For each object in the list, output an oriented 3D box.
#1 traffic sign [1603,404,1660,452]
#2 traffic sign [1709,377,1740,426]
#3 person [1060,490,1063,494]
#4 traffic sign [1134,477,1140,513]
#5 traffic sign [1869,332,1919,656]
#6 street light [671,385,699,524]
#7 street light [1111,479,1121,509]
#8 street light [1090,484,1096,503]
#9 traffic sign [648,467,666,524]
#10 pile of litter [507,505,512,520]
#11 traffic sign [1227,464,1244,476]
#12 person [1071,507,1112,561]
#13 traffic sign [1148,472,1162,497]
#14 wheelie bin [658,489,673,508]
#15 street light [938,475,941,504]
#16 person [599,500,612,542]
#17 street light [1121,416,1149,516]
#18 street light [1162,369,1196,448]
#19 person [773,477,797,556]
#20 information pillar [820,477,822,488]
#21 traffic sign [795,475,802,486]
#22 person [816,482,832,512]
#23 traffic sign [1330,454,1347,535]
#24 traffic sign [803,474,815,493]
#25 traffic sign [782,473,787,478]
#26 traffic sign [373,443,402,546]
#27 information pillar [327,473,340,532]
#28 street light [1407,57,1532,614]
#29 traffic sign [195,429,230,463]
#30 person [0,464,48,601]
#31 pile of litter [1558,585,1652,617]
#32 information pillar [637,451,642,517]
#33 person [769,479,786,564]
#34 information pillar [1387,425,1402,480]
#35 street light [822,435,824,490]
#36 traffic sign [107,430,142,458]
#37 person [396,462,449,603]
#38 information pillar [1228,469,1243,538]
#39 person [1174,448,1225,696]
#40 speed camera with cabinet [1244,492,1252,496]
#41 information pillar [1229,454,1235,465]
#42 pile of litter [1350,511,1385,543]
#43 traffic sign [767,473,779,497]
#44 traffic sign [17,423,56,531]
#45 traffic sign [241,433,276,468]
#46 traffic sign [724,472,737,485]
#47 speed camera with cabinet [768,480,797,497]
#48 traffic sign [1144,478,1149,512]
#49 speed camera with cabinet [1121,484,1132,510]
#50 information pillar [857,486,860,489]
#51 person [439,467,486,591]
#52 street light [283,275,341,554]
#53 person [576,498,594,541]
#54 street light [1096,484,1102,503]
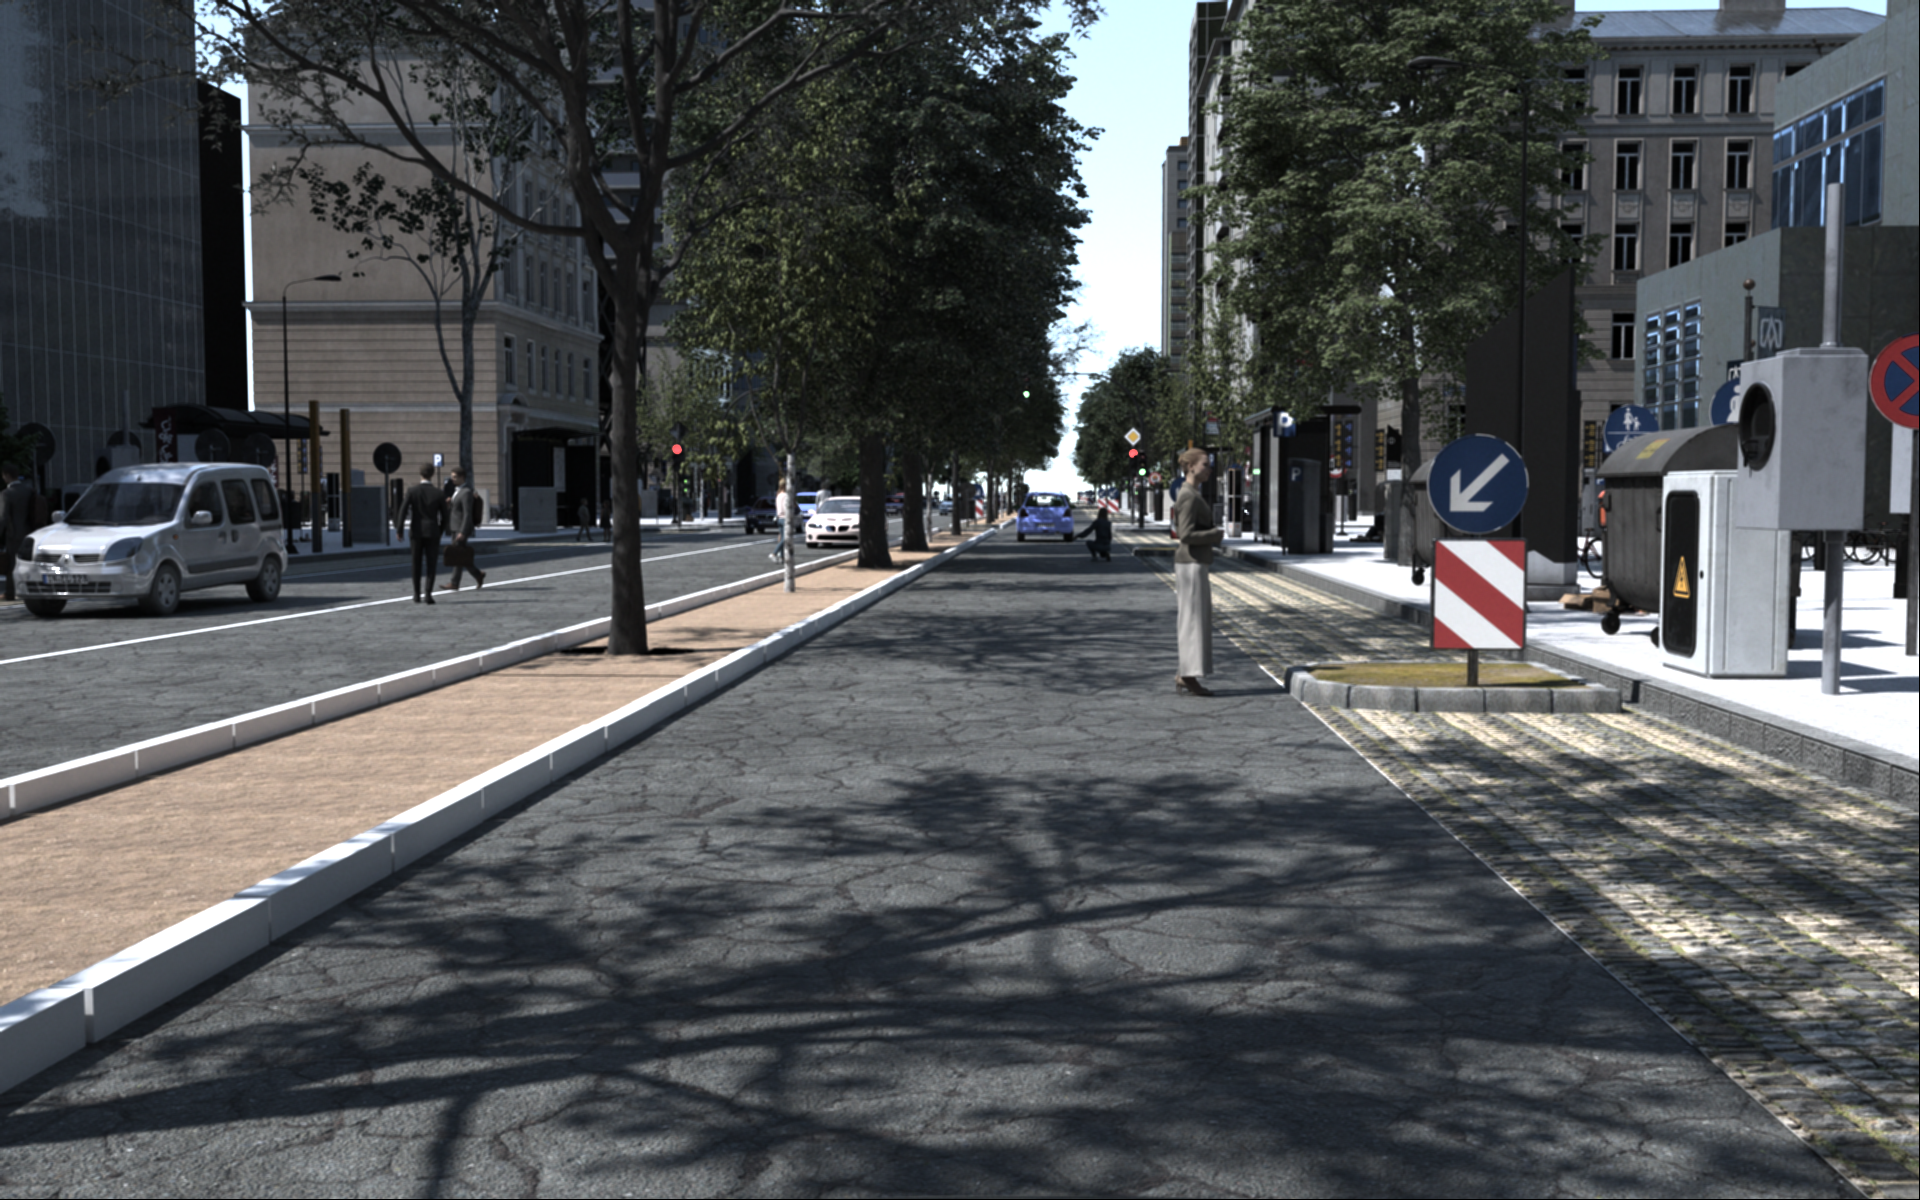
[{"bbox_3d":[9.535,-1.503,24.683,0.768,2.556,0.104,0,4,7],"label":"traffic sign"},{"bbox_3d":[8.484,-1.141,18.761,0.768,2.556,0.104,1,4,9],"label":"traffic sign"},{"bbox_3d":[10.873,-10.995,188.142,0.709,1.838,0.599,3,5,40],"label":"person"},{"bbox_3d":[12.178,-7.260,118.800,0.768,2.556,0.104,1,4,12],"label":"traffic sign"},{"bbox_3d":[7.560,-0.831,13.688,0.768,2.556,0.104,1,4,13],"label":"traffic sign"},{"bbox_3d":[-11.673,-6.201,73.935,1.470,5.913,1.316,0,4,3],"label":"street light"},{"bbox_3d":[13.266,-10.723,147.860,1.470,5.913,1.316,0,4,3],"label":"street light"},{"bbox_3d":[17.787,-15.397,224.284,1.470,5.913,1.316,0,4,3],"label":"street light"},{"bbox_3d":[-12.902,-4.439,73.757,0.795,2.450,0.064,0,4,6],"label":"traffic sign"},{"bbox_3d":[-21.680,-4.369,85.392,1.176,0.858,1.719,2,4,26],"label":"pile of litter"},{"bbox_3d":[11.476,-4.418,72.340,0.768,2.556,0.104,0,4,5],"label":"traffic sign"},{"bbox_3d":[2.904,-1.419,37.203,1.012,1.151,0.738,-1,4,-14],"label":"person"},{"bbox_3d":[11.181,-6.065,99.270,0.768,2.556,0.104,1,4,10],"label":"traffic sign"},{"bbox_3d":[-18.072,-6.016,106.277,0.980,1.594,0.693,0,4,-4],"label":"wheelie bin"},{"bbox_3d":[-2.205,-15.962,233.523,1.470,5.913,1.316,0,4,3],"label":"street light"},{"bbox_3d":[-10.537,-2.340,51.427,0.362,1.253,0.373,-3,5,-44],"label":"person"},{"bbox_3d":[10.475,-7.950,102.523,1.470,5.913,1.316,0,4,3],"label":"street light"},{"bbox_3d":[8.199,-5.620,64.435,1.470,5.913,1.316,0,4,3],"label":"street light"},{"bbox_3d":[-4.040,-1.934,40.094,0.573,1.828,0.580,-1,4,-14],"label":"person"},{"bbox_3d":[-10.988,-8.938,137.495,0.183,3.616,0.504,-1,4,-15],"label":"information pillar"},{"bbox_3d":[-11.149,-7.203,117.769,0.884,2.594,0.081,1,4,9],"label":"traffic sign"},{"bbox_3d":[-4.396,-2.946,56.542,0.514,1.842,0.818,-2,4,-27],"label":"person"},{"bbox_3d":[11.861,-3.346,54.808,0.768,2.556,0.104,0,4,5],"label":"traffic sign"},{"bbox_3d":[-9.827,-6.878,112.553,0.768,2.556,0.104,1,4,10],"label":"traffic sign"},{"bbox_3d":[-10.330,-6.348,103.902,0.768,2.556,0.104,0,4,5],"label":"traffic sign"},{"bbox_3d":[-14.207,-2.621,42.957,0.768,2.556,0.104,1,4,11],"label":"traffic sign"},{"bbox_3d":[-21.442,-3.350,59.269,0.304,2.012,0.304,1,4,14],"label":"information pillar"},{"bbox_3d":[5.455,-2.814,18.546,1.470,5.913,1.316,0,4,3],"label":"street light"},{"bbox_3d":[-14.596,-2.061,33.809,0.768,2.556,0.104,1,4,12],"label":"traffic sign"},{"bbox_3d":[-12.541,-0.896,23.114,0.822,1.834,0.622,0,4,7],"label":"person"},{"bbox_3d":[7.195,-0.310,19.038,1.176,0.858,1.719,2,4,29],"label":"pile of litter"},{"bbox_3d":[-17.604,-6.344,95.077,0.183,3.616,0.504,1,4,11],"label":"information pillar"},{"bbox_3d":[-3.676,-1.617,35.610,0.598,1.740,0.731,-3,5,-41],"label":"person"},{"bbox_3d":[14.474,-4.065,57.816,0.504,3.616,0.183,1,4,15],"label":"information pillar"},{"bbox_3d":[-8.925,-8.994,119.592,1.470,5.913,1.316,0,4,3],"label":"street light"},{"bbox_3d":[-16.557,-2.093,34.322,0.768,2.556,0.104,1,4,10],"label":"traffic sign"},{"bbox_3d":[-7.048,-0.886,22.759,0.659,1.850,0.755,-1,4,-16],"label":"person"},{"bbox_3d":[8.073,-2.835,50.839,0.304,2.012,0.304,-2,4,-26],"label":"information pillar"},{"bbox_3d":[1.697,-0.199,12.304,0.362,1.759,0.519,0,4,7],"label":"person"},{"bbox_3d":[22.213,-8.328,130.495,2.038,3.252,0.660,1,4,9],"label":"speed camera with cabinet"},{"bbox_3d":[15.674,-6.643,99.968,0.504,3.616,0.183,-3,5,-39],"label":"information pillar"},{"bbox_3d":[11.112,-1.967,46.127,1.176,0.858,1.719,-1,4,-17],"label":"pile of litter"},{"bbox_3d":[-11.486,-6.487,106.171,0.768,2.556,0.104,1,4,12],"label":"traffic sign"},{"bbox_3d":[-16.505,-1.884,30.912,0.768,2.556,0.104,0,4,4],"label":"traffic sign"},{"bbox_3d":[-14.700,-2.214,36.301,0.768,2.556,0.104,0,4,7],"label":"traffic sign"},{"bbox_3d":[-13.216,-6.092,99.714,0.768,2.556,0.104,1,4,12],"label":"traffic sign"},{"bbox_3d":[-11.148,-6.999,108.768,0.660,3.252,2.038,3,4,39],"label":"speed camera with cabinet"},{"bbox_3d":[11.151,-6.270,104.649,0.606,2.300,0.079,1,4,8],"label":"traffic sign"},{"bbox_3d":[13.684,-8.997,141.441,0.660,3.252,2.038,1,4,18],"label":"speed camera with cabinet"},{"bbox_3d":[-8.522,-9.389,144.859,0.183,3.616,0.504,2,4,27],"label":"information pillar"},{"bbox_3d":[-7.375,-1.057,25.742,0.822,1.834,0.622,-3,5,-41],"label":"person"},{"bbox_3d":[-13.814,-3.937,36.904,1.470,5.913,1.316,0,4,3],"label":"street light"},{"bbox_3d":[-11.383,-2.424,52.399,0.475,1.303,0.640,2,4,32],"label":"person"},{"bbox_3d":[15.085,-12.605,178.639,1.470,5.913,1.316,0,4,3],"label":"street light"}]
